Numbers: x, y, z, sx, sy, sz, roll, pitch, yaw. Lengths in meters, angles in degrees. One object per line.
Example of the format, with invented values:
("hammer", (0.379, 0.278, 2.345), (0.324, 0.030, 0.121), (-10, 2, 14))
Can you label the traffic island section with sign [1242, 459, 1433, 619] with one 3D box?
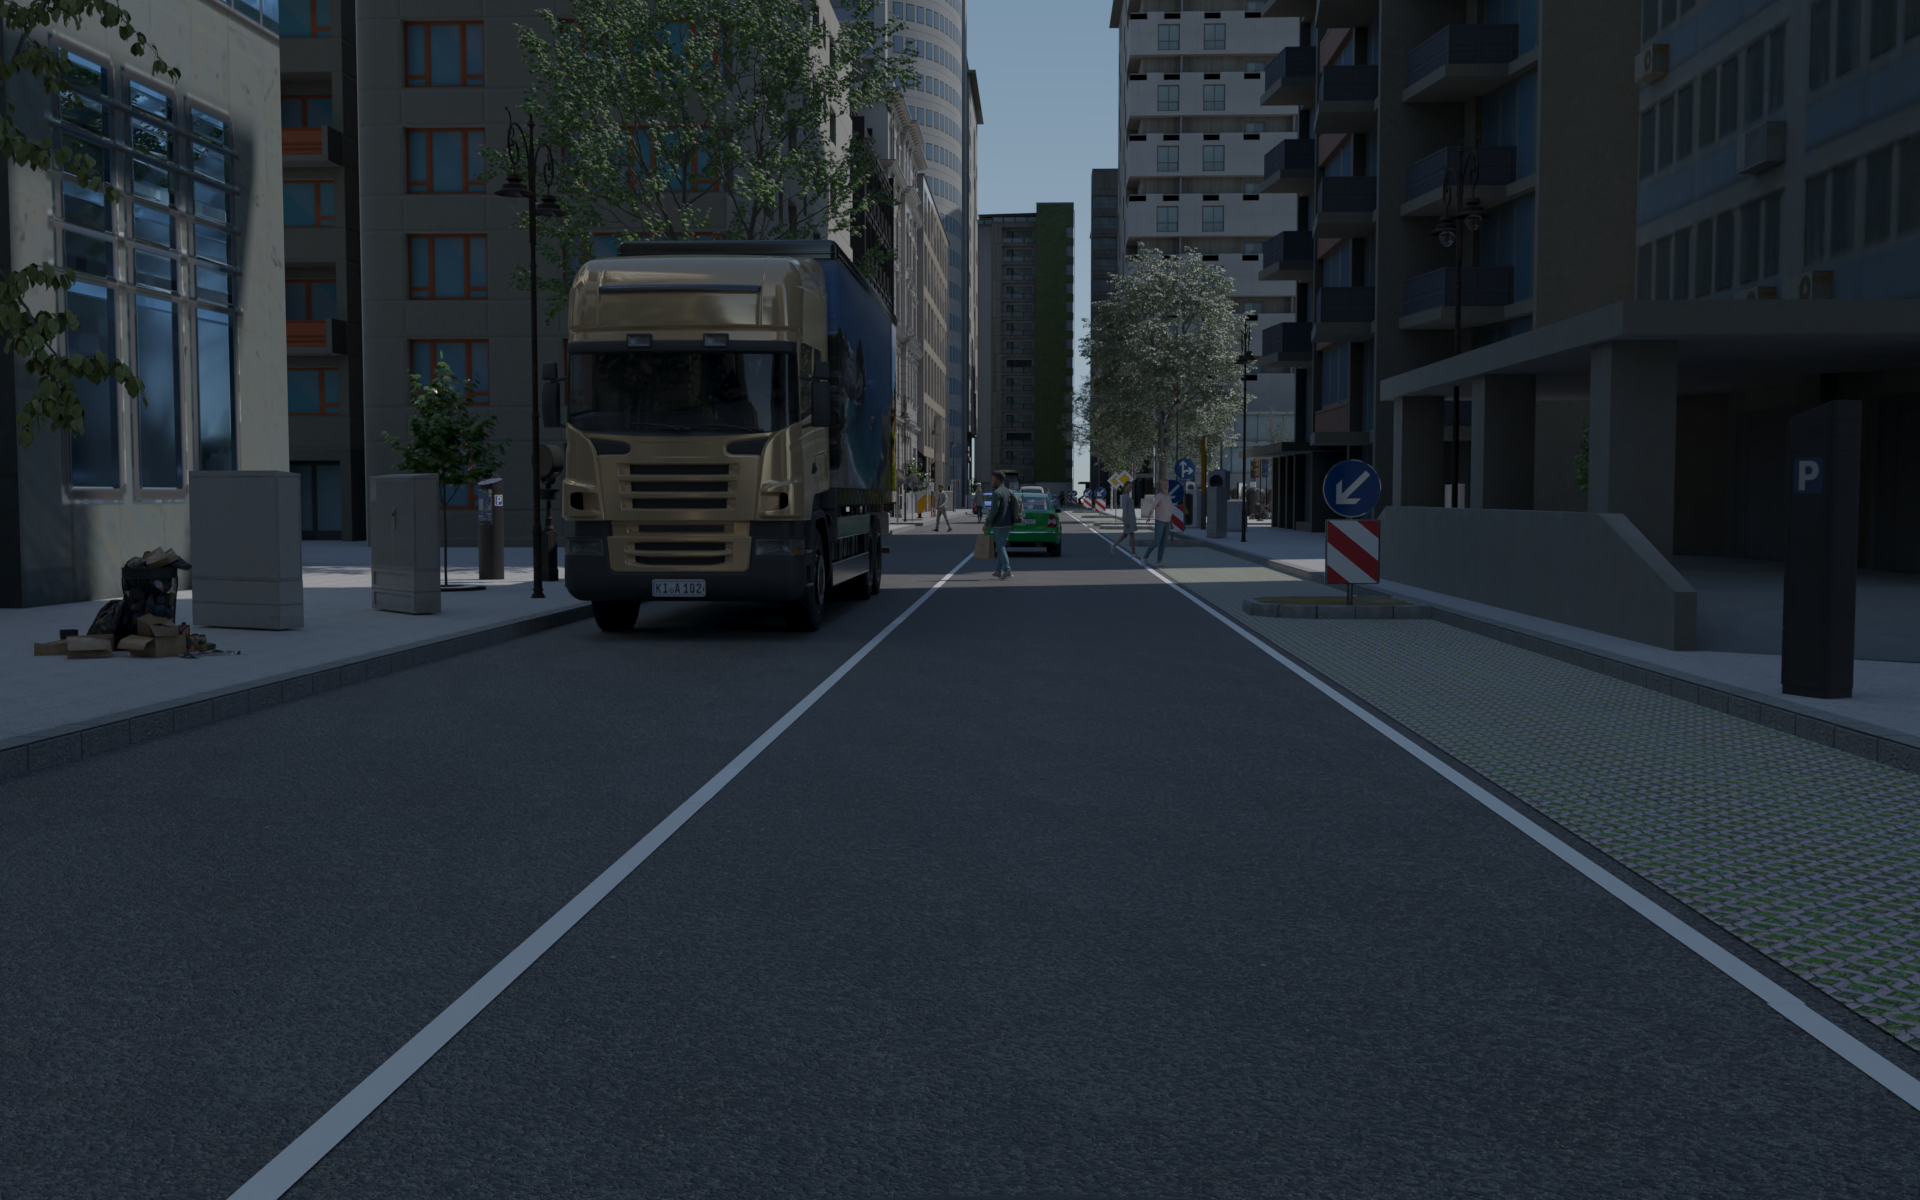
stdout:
("traffic island section with sign", (4.425, -0.735, 20.645), (1.989, 1.847, 2.006), (0, 4, 3))

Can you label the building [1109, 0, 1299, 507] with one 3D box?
("building", (29.228, -35.354, 167.276), (28.713, 52.752, 27.495), (0, 4, 3))

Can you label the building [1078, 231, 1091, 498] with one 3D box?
("building", (31.472, -36.271, 247.654), (28.867, 44.769, 22.147), (0, 4, 3))

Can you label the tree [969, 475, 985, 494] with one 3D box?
("tree", (1.566, -11.001, 174.471), (1.663, 3.219, 1.824), (0, 3, 0))

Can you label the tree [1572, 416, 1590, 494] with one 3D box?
("tree", (13.525, -2.585, 36.874), (1.663, 3.219, 1.824), (0, 3, 0))

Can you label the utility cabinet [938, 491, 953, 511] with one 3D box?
("utility cabinet", (-1.072, -7.432, 130.188), (1.173, 1.500, 0.318), (0, 4, 6))

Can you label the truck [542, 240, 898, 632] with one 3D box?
("truck", (-2.464, -1.991, 21.467), (2.839, 4.237, 11.283), (0, 4, 3))

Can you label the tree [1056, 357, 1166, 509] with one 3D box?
("tree", (13.200, -14.525, 147.858), (12.009, 13.543, 11.850), (0, 3, 0))

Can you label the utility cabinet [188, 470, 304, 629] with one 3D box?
("utility cabinet", (-6.794, -0.478, 16.502), (1.173, 1.500, 0.318), (2, 4, 27))

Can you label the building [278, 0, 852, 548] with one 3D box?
("building", (-19.310, -12.852, 55.174), (28.899, 21.520, 27.650), (0, 4, 3))

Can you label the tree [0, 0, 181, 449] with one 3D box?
("tree", (-5.828, -3.604, 9.283), (4.737, 8.622, 4.395), (0, 3, 0))

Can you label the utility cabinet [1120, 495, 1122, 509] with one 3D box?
("utility cabinet", (14.143, -8.589, 151.588), (0.306, 1.237, 1.020), (0, 4, 4))

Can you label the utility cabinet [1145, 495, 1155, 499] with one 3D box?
("utility cabinet", (13.215, -6.647, 119.841), (0.306, 1.237, 1.020), (-3, 4, -37))

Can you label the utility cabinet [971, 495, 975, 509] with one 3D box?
("utility cabinet", (1.058, -8.677, 153.038), (0.306, 1.237, 1.020), (1, 4, 19))

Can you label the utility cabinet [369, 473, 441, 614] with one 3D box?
("utility cabinet", (-6.028, -0.617, 18.767), (0.318, 1.500, 1.173), (-3, 5, -40))

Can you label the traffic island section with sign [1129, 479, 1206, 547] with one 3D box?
("traffic island section with sign", (5.666, -2.382, 47.572), (1.989, 1.847, 2.006), (0, 4, 3))

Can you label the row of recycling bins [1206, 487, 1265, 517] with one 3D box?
("row of recycling bins", (15.456, -5.629, 99.148), (3.534, 1.692, 1.069), (0, 4, -8))

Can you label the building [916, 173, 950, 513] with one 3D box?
("building", (-11.309, -20.317, 136.703), (19.350, 26.468, 34.151), (0, 4, 3))

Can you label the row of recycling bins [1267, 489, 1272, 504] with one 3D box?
("row of recycling bins", (21.373, -7.248, 125.610), (3.534, 1.692, 1.069), (2, 4, 27))

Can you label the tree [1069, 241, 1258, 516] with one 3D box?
("tree", (10.492, -11.125, 88.542), (9.857, 13.997, 8.962), (0, 3, 0))

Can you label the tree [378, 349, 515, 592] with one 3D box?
("tree", (-6.959, -1.736, 22.991), (1.663, 3.219, 1.824), (0, 3, 0))

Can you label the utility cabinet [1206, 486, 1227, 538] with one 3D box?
("utility cabinet", (7.515, -2.571, 50.714), (0.318, 1.500, 1.173), (2, 4, 24))

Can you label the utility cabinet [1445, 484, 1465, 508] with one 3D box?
("utility cabinet", (10.619, -1.747, 37.240), (0.318, 1.500, 1.173), (1, 4, 22))

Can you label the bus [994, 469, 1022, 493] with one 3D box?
("bus", (4.820, -11.329, 176.774), (2.896, 3.916, 12.252), (0, 4, 2))

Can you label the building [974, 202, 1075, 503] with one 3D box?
("building", (9.030, -34.324, 244.787), (14.086, 41.232, 14.154), (0, 4, 3))

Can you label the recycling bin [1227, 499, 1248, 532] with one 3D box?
("recycling bin", (9.459, -2.860, 59.310), (0.722, 1.027, 0.722), (1, 4, 14))

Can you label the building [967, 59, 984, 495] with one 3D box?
("building", (-11.255, -38.264, 214.847), (27.495, 52.752, 28.713), (0, 4, 3))

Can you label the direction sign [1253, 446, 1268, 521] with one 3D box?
("direction sign", (14.190, -5.491, 81.775), (0.876, 3.537, 0.379), (-2, 4, -29))

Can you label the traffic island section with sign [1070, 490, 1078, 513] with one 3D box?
("traffic island section with sign", (9.485, -7.468, 130.724), (1.989, 1.847, 2.006), (0, 4, 3))

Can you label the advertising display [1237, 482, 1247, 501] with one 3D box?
("advertising display", (15.421, -5.479, 94.790), (0.123, 1.923, 0.974), (3, 4, 36))

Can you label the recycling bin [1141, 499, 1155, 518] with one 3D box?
("recycling bin", (10.119, -4.920, 92.996), (0.722, 1.027, 0.722), (1, 4, 15))

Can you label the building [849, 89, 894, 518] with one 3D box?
("building", (-10.147, -15.789, 87.820), (12.332, 23.373, 15.834), (0, 4, 3))

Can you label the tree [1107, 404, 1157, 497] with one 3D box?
("tree", (12.035, -10.480, 121.711), (4.360, 8.622, 3.978), (0, 3, 0))

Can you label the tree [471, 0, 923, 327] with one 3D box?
("tree", (-4.825, -6.503, 32.077), (9.928, 11.665, 9.643), (0, 3, 0))

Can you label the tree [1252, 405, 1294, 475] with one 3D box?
("tree", (26.166, -11.768, 142.772), (4.360, 8.622, 3.978), (0, 3, 0))

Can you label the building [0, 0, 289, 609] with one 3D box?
("building", (-20.033, -42.570, 8.690), (22.319, 86.520, 31.000), (0, 4, 3))

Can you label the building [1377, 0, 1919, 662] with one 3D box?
("building", (22.237, -20.013, 19.090), (32.217, 40.220, 23.993), (0, 4, 3))

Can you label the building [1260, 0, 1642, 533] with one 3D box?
("building", (21.196, -24.390, 53.401), (22.147, 44.769, 28.867), (0, 4, 3))

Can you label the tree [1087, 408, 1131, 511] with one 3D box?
("tree", (11.959, -11.210, 133.642), (4.737, 8.622, 4.395), (0, 3, 0))

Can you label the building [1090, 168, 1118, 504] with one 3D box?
("building", (23.508, -32.786, 219.638), (14.154, 41.232, 14.086), (0, 4, 3))

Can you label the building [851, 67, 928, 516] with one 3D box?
("building", (-9.559, -19.567, 107.313), (14.401, 28.519, 23.554), (0, 4, 3))

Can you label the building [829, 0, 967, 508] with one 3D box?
("building", (-10.412, -38.262, 167.580), (21.231, 58.520, 28.212), (0, 4, 3))

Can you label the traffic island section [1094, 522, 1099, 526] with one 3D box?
("traffic island section", (7.083, -3.440, 78.532), (2.009, 0.180, 2.903), (0, 4, 3))

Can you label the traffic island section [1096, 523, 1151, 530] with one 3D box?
("traffic island section", (6.715, -2.953, 70.555), (2.009, 0.180, 2.903), (0, 4, 3))

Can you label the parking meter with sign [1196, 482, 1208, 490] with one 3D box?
("parking meter with sign", (15.497, -7.014, 110.946), (1.738, 3.016, 0.543), (3, 5, 41))

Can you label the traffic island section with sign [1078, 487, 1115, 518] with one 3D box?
("traffic island section with sign", (8.223, -5.780, 103.134), (1.989, 1.847, 2.006), (0, 4, 3))

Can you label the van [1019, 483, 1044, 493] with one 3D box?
("van", (3.996, -5.490, 96.772), (2.013, 2.044, 4.112), (0, 4, 3))

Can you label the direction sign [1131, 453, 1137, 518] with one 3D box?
("direction sign", (9.435, -6.254, 94.254), (0.379, 3.537, 0.876), (1, 4, 22))

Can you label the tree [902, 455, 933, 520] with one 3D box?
("tree", (-2.363, -5.489, 84.339), (1.663, 3.219, 1.824), (0, 3, 0))

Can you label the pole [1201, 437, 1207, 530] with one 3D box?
("pole", (8.787, -4.194, 62.419), (0.158, 3.312, 0.155), (0, 3, 0))

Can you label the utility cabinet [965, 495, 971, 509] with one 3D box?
("utility cabinet", (0.587, -8.603, 151.826), (0.306, 1.237, 1.020), (0, 4, 3))

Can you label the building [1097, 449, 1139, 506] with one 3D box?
("building", (27.320, -53.999, 195.556), (22.319, 86.520, 31.000), (0, 4, 3))
